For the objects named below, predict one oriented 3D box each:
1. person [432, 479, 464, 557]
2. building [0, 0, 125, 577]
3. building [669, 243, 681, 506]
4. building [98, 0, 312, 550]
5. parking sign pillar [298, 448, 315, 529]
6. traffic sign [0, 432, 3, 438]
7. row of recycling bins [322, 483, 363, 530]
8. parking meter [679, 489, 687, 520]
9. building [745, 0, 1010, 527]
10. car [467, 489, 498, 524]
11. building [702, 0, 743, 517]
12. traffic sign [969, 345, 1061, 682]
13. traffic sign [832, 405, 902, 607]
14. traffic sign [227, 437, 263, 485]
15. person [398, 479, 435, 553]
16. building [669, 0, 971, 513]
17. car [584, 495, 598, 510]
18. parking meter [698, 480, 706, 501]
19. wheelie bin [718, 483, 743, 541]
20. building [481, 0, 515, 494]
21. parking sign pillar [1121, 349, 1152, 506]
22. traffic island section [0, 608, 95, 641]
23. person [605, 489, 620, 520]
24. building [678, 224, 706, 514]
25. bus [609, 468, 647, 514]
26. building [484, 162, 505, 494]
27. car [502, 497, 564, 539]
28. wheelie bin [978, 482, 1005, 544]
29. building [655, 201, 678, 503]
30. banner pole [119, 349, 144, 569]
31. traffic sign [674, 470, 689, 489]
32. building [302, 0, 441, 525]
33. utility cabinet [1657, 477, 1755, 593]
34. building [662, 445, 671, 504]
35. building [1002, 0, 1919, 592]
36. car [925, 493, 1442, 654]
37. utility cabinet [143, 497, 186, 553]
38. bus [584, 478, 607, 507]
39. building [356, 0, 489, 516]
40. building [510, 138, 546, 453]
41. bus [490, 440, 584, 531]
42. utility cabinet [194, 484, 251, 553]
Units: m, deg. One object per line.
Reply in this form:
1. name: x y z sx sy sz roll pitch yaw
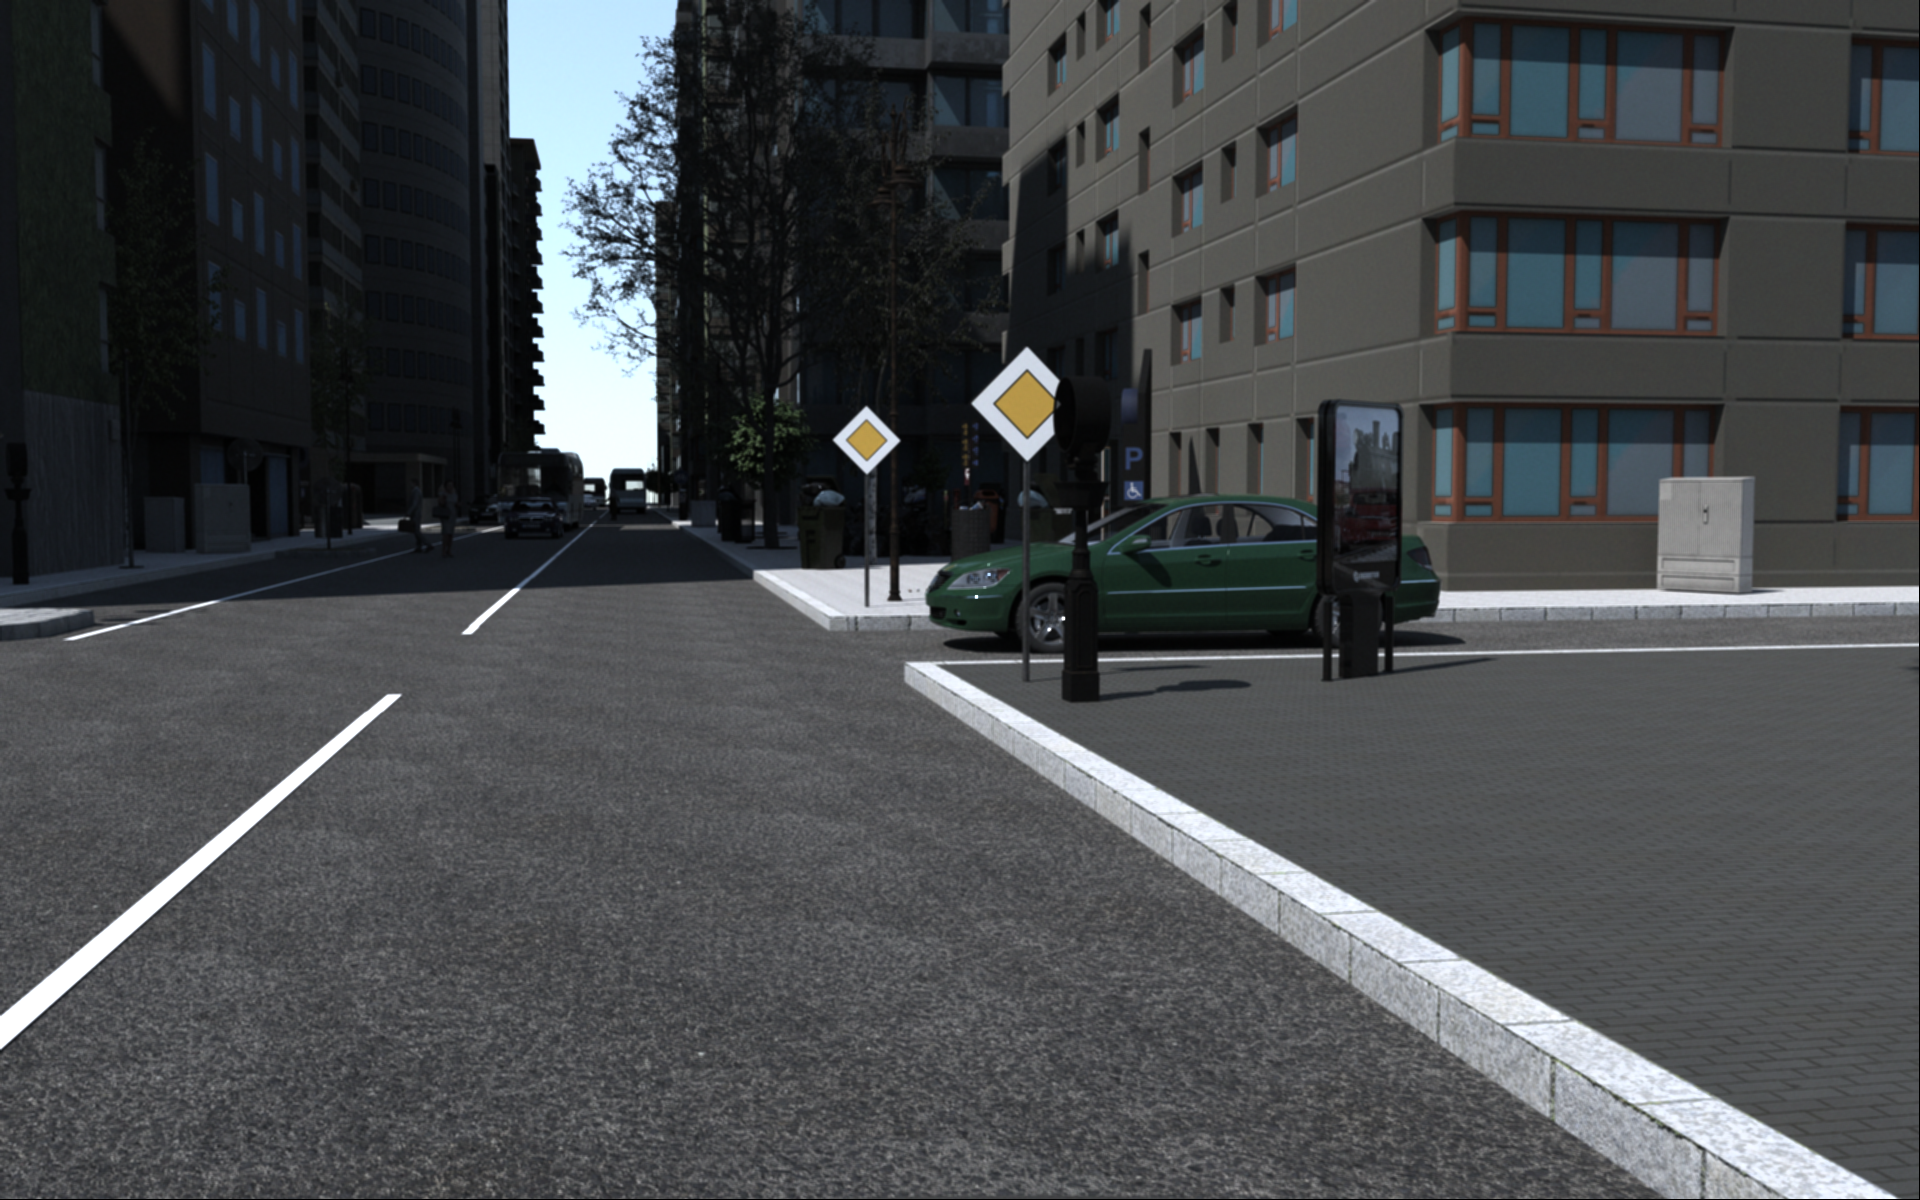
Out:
1. person: -11.656 -1.867 39.391 0.532 1.782 0.716 3 5 40
2. building: -20.936 -20.728 22.497 14.154 41.232 14.086 -1 4 -11
3. building: -26.491 -26.242 200.752 14.160 30.474 14.107 -1 4 -11
4. building: -25.449 -24.092 44.013 14.600 45.320 14.200 -1 4 -11
5. parking sign pillar: -24.281 -4.585 63.432 1.447 3.967 1.447 0 4 5
6. traffic sign: -10.288 -0.870 17.868 0.795 2.450 0.064 -1 4 -11
7. row of recycling bins: -22.656 -3.446 63.451 1.069 1.692 3.534 -1 4 -8
8. parking meter: -13.535 -4.660 84.596 0.372 1.533 0.369 0 3 0
9. building: 0.744 -28.177 80.300 23.786 49.044 30.456 -1 4 -11
10. car: -22.665 -4.501 83.376 2.009 1.686 4.222 -1 4 -12
11. building: -8.222 -25.635 102.733 14.154 41.232 14.086 -1 4 -11
12. traffic sign: 0.448 -0.497 11.771 0.795 2.450 0.064 -1 4 -11
13. traffic sign: -1.058 -0.977 19.613 0.795 2.450 0.064 -1 4 -11
14. traffic sign: -16.105 -2.381 39.040 0.768 2.556 0.104 -1 4 -11
15. person: -13.297 -2.060 42.305 0.853 1.813 0.709 -1 4 -19
16. building: -13.857 -32.673 153.810 23.786 49.044 30.456 -1 4 -11
17. car: -33.234 -8.646 153.716 2.083 1.381 4.827 -1 4 -12
18. parking meter: -10.712 -4.057 72.037 0.255 1.863 0.399 0 4 5
19. wheelie bin: -6.256 -2.405 47.223 0.693 1.594 0.980 -1 4 -9
20. building: -55.781 -45.485 181.926 20.563 71.187 20.611 -1 4 -11
21. parking sign pillar: 3.237 -2.642 31.663 1.447 3.967 1.447 1 4 11
22. traffic island section: -10.310 0.266 17.926 2.009 0.180 2.903 -1 4 -11
23. person: -19.090 -5.253 95.109 0.721 1.736 1.217 2 4 28
24. building: -6.014 -17.160 125.599 27.650 21.520 28.899 -1 4 -11
25. bus: -24.932 -8.272 130.108 2.948 3.499 13.247 -1 4 -11
26. building: -45.807 -22.784 144.225 14.160 30.474 14.107 -1 4 -11
27. car: -13.933 -2.698 56.689 1.945 1.354 3.894 -1 4 -11
28. wheelie bin: 0.786 -2.264 44.927 0.980 1.594 0.693 2 4 30
29. building: -35.784 -34.305 244.478 14.154 41.232 14.086 -1 4 -11
30. banner pole: -14.441 -2.452 30.107 0.401 3.779 0.863 -1 4 -22
31. traffic sign: -14.545 -5.522 90.386 0.768 2.556 0.104 -1 4 -10
32. building: -39.728 -23.418 74.761 32.217 40.220 23.993 -1 4 -11
33. utility cabinet: 9.702 -0.850 22.572 0.318 1.500 1.173 -2 4 -34
34. building: -26.973 -55.609 221.871 22.319 86.520 31.000 -1 4 -11
35. building: 17.998 -11.825 38.386 28.899 21.520 27.650 -1 4 -11
36. car: 2.109 -0.293 16.596 4.920 1.459 2.131 -1 4 -10
37. utility cabinet: -17.422 -1.639 37.953 1.020 1.237 0.306 2 4 30
38. bus: -40.169 -11.926 189.849 2.948 3.499 13.247 -1 4 -11
39. building: -40.110 -34.251 102.007 21.231 58.520 28.212 -1 4 -11
40. building: -61.360 -33.773 206.807 22.147 44.769 28.867 -1 4 -11
41. bus: -16.768 -4.576 69.684 2.948 3.499 13.247 -1 4 -9
42. utility cabinet: -15.984 -1.768 37.580 0.318 1.500 1.173 2 4 30
